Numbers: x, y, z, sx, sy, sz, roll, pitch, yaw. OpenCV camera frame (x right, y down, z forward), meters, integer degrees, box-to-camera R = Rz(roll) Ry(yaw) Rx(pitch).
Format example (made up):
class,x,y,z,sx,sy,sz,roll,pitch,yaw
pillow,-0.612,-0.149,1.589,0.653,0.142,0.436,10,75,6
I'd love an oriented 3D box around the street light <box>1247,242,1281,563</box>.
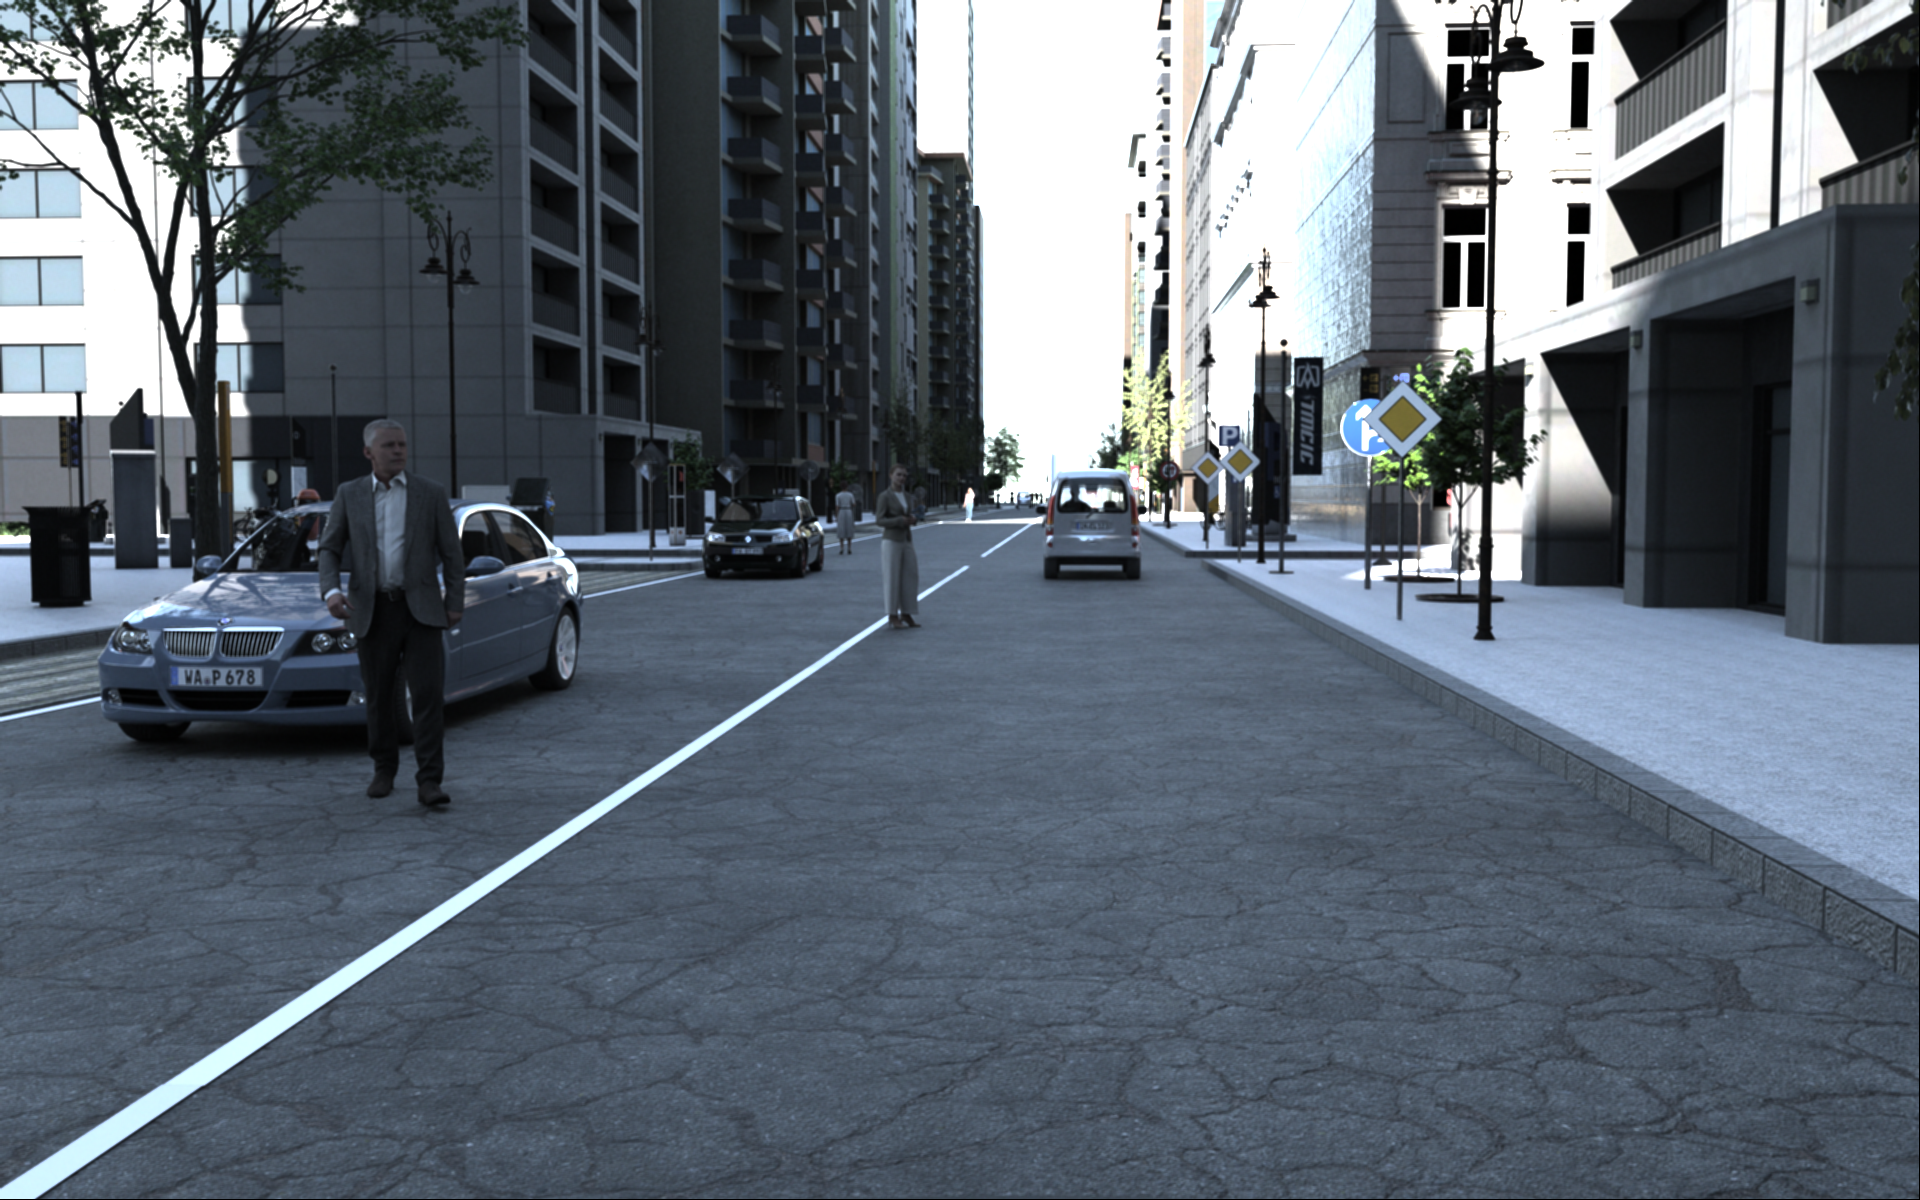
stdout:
class,x,y,z,sx,sy,sz,roll,pitch,yaw
street light,5.597,-3.623,32.018,0.468,5.910,1.993,0,4,4

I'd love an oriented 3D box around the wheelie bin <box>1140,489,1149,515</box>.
class,x,y,z,sx,sy,sz,roll,pitch,yaw
wheelie bin,11.107,-5.907,104.485,0.693,1.594,0.980,0,4,3

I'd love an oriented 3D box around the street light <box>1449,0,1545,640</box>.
class,x,y,z,sx,sy,sz,roll,pitch,yaw
street light,4.625,-2.588,15.100,0.468,5.910,1.993,0,4,4

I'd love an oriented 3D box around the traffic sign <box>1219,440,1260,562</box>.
class,x,y,z,sx,sy,sz,roll,pitch,yaw
traffic sign,5.239,-1.762,32.444,0.795,2.450,0.064,0,4,4

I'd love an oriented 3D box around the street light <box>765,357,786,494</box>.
class,x,y,z,sx,sy,sz,roll,pitch,yaw
street light,-6.244,-5.255,58.700,0.468,5.910,1.993,0,4,4

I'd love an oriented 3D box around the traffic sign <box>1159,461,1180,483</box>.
class,x,y,z,sx,sy,sz,roll,pitch,yaw
traffic sign,7.962,-4.021,65.855,0.768,2.556,0.104,1,4,11

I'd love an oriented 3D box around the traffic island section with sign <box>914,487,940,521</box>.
class,x,y,z,sx,sy,sz,roll,pitch,yaw
traffic island section with sign,-2.069,-5.038,90.991,1.989,1.847,2.006,0,4,4

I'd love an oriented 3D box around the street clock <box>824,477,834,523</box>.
class,x,y,z,sx,sy,sz,roll,pitch,yaw
street clock,-5.692,-4.340,75.536,0.358,2.002,0.471,2,4,27

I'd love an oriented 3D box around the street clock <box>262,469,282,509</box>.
class,x,y,z,sx,sy,sz,roll,pitch,yaw
street clock,-19.810,-2.773,49.906,0.471,2.002,0.358,0,4,8

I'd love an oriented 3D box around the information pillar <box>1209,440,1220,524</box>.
class,x,y,z,sx,sy,sz,roll,pitch,yaw
information pillar,10.860,-5.062,74.120,0.504,3.616,0.183,0,4,-1

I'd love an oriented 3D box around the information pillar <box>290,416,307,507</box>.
class,x,y,z,sx,sy,sz,roll,pitch,yaw
information pillar,-20.038,-3.738,52.477,0.183,3.616,0.504,2,4,33

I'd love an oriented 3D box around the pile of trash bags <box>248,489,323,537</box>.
class,x,y,z,sx,sy,sz,roll,pitch,yaw
pile of trash bags,-11.423,-1.258,30.326,1.912,1.369,3.447,-1,4,-21

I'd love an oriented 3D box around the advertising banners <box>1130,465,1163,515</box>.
class,x,y,z,sx,sy,sz,roll,pitch,yaw
advertising banners,11.389,-6.673,105.293,2.074,3.025,0.090,1,4,10

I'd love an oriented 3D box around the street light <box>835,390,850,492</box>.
class,x,y,z,sx,sy,sz,roll,pitch,yaw
street light,-5.123,-6.273,75.352,0.468,5.910,1.993,0,4,4

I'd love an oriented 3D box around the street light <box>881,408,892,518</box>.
class,x,y,z,sx,sy,sz,roll,pitch,yaw
street light,-3.938,-7.358,93.097,0.468,5.910,1.993,0,4,4

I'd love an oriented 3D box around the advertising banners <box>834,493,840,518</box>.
class,x,y,z,sx,sy,sz,roll,pitch,yaw
advertising banners,-6.518,-6.017,94.572,0.090,3.025,2.074,1,4,13

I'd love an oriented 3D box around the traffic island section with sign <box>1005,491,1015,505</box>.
class,x,y,z,sx,sy,sz,roll,pitch,yaw
traffic island section with sign,6.758,-13.072,222.348,1.989,1.847,2.006,0,4,4

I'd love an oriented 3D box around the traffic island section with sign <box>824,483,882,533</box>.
class,x,y,z,sx,sy,sz,roll,pitch,yaw
traffic island section with sign,-3.904,-3.371,63.740,1.989,1.847,2.006,0,4,4

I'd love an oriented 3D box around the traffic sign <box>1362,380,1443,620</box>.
class,x,y,z,sx,sy,sz,roll,pitch,yaw
traffic sign,4.474,-1.002,17.571,0.795,2.450,0.064,1,4,9

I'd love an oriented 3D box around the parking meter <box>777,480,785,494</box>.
class,x,y,z,sx,sy,sz,roll,pitch,yaw
parking meter,-7.243,-3.917,69.755,0.399,1.863,0.255,0,4,-4

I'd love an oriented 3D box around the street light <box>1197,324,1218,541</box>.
class,x,y,z,sx,sy,sz,roll,pitch,yaw
street light,6.730,-4.555,47.265,0.468,5.910,1.993,0,4,4

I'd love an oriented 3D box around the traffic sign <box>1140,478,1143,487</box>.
class,x,y,z,sx,sy,sz,roll,pitch,yaw
traffic sign,11.301,-6.580,109.705,0.606,2.300,0.079,1,4,13

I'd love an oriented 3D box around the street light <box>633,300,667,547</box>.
class,x,y,z,sx,sy,sz,roll,pitch,yaw
street light,-7.393,-4.202,41.485,0.468,5.910,1.993,0,4,4

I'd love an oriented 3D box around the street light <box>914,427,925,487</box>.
class,x,y,z,sx,sy,sz,roll,pitch,yaw
street light,-2.729,-8.409,110.273,0.468,5.910,1.993,0,4,4

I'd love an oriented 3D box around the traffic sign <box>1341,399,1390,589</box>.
class,x,y,z,sx,sy,sz,roll,pitch,yaw
traffic sign,5.499,-1.418,23.285,0.768,2.556,0.104,1,4,8

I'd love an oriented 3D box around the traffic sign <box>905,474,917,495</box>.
class,x,y,z,sx,sy,sz,roll,pitch,yaw
traffic sign,-3.028,-6.537,106.988,0.768,2.556,0.104,1,4,11

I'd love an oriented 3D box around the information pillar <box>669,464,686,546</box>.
class,x,y,z,sx,sy,sz,roll,pitch,yaw
information pillar,-6.999,-2.347,42.863,0.304,2.012,0.304,-3,5,-39

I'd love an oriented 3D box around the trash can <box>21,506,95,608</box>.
class,x,y,z,sx,sy,sz,roll,pitch,yaw
trash can,-10.266,-0.496,19.761,0.748,1.137,0.748,0,3,0

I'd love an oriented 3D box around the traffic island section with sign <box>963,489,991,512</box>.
class,x,y,z,sx,sy,sz,roll,pitch,yaw
traffic island section with sign,1.272,-8.077,140.693,1.989,1.847,2.006,0,4,4

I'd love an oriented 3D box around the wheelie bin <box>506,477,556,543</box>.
class,x,y,z,sx,sy,sz,roll,pitch,yaw
wheelie bin,-7.863,-1.463,31.824,0.980,1.594,0.693,0,4,7

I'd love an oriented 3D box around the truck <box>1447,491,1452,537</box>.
class,x,y,z,sx,sy,sz,roll,pitch,yaw
truck,15.587,-2.925,36.744,11.283,4.237,2.839,0,4,3

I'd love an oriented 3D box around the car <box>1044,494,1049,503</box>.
class,x,y,z,sx,sy,sz,roll,pitch,yaw
car,14.118,-16.049,272.616,2.015,1.641,3.980,0,4,2

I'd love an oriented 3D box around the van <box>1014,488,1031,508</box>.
class,x,y,z,sx,sy,sz,roll,pitch,yaw
van,6.541,-10.488,178.489,2.013,2.044,4.112,0,4,2

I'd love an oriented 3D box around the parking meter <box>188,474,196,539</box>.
class,x,y,z,sx,sy,sz,roll,pitch,yaw
parking meter,-21.773,-2.663,49.252,0.255,1.863,0.399,-1,4,-21

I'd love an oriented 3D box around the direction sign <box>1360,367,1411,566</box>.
class,x,y,z,sx,sy,sz,roll,pitch,yaw
direction sign,7.586,-2.385,30.986,0.876,3.537,0.379,0,4,4

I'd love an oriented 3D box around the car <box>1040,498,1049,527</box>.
class,x,y,z,sx,sy,sz,roll,pitch,yaw
car,4.585,-3.945,76.863,2.083,1.381,4.827,0,4,3

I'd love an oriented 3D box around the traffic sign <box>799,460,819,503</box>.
class,x,y,z,sx,sy,sz,roll,pitch,yaw
traffic sign,-5.706,-4.004,65.576,0.768,2.556,0.104,0,4,5

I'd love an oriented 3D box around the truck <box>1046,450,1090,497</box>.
class,x,y,z,sx,sy,sz,roll,pitch,yaw
truck,6.514,-6.781,100.630,2.967,4.110,18.799,0,4,2

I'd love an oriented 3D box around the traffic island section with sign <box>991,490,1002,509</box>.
class,x,y,z,sx,sy,sz,roll,pitch,yaw
traffic island section with sign,3.097,-9.745,167.958,1.989,1.847,2.006,0,4,4

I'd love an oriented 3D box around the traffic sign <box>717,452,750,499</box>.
class,x,y,z,sx,sy,sz,roll,pitch,yaw
traffic sign,-5.393,-2.296,41.180,0.795,2.450,0.064,0,4,4

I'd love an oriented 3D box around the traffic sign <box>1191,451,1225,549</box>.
class,x,y,z,sx,sy,sz,roll,pitch,yaw
traffic sign,5.774,-2.249,40.411,0.795,2.450,0.064,0,4,4

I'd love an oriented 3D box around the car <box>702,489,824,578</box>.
class,x,y,z,sx,sy,sz,roll,pitch,yaw
car,-3.468,-1.294,30.938,2.009,1.686,4.222,0,4,2

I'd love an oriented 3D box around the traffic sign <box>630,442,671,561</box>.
class,x,y,z,sx,sy,sz,roll,pitch,yaw
traffic sign,-5.929,-1.809,33.212,0.795,2.450,0.064,0,4,4

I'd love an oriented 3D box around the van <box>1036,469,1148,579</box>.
class,x,y,z,sx,sy,sz,roll,pitch,yaw
van,2.332,-1.446,30.655,2.013,2.044,4.112,0,4,4

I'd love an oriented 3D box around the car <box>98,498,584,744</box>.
class,x,y,z,sx,sy,sz,roll,pitch,yaw
car,-3.839,0.030,11.519,2.014,1.417,4.499,0,4,4

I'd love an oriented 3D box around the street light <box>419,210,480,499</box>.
class,x,y,z,sx,sy,sz,roll,pitch,yaw
street light,-8.323,-3.401,28.395,0.468,5.910,1.993,0,4,4
